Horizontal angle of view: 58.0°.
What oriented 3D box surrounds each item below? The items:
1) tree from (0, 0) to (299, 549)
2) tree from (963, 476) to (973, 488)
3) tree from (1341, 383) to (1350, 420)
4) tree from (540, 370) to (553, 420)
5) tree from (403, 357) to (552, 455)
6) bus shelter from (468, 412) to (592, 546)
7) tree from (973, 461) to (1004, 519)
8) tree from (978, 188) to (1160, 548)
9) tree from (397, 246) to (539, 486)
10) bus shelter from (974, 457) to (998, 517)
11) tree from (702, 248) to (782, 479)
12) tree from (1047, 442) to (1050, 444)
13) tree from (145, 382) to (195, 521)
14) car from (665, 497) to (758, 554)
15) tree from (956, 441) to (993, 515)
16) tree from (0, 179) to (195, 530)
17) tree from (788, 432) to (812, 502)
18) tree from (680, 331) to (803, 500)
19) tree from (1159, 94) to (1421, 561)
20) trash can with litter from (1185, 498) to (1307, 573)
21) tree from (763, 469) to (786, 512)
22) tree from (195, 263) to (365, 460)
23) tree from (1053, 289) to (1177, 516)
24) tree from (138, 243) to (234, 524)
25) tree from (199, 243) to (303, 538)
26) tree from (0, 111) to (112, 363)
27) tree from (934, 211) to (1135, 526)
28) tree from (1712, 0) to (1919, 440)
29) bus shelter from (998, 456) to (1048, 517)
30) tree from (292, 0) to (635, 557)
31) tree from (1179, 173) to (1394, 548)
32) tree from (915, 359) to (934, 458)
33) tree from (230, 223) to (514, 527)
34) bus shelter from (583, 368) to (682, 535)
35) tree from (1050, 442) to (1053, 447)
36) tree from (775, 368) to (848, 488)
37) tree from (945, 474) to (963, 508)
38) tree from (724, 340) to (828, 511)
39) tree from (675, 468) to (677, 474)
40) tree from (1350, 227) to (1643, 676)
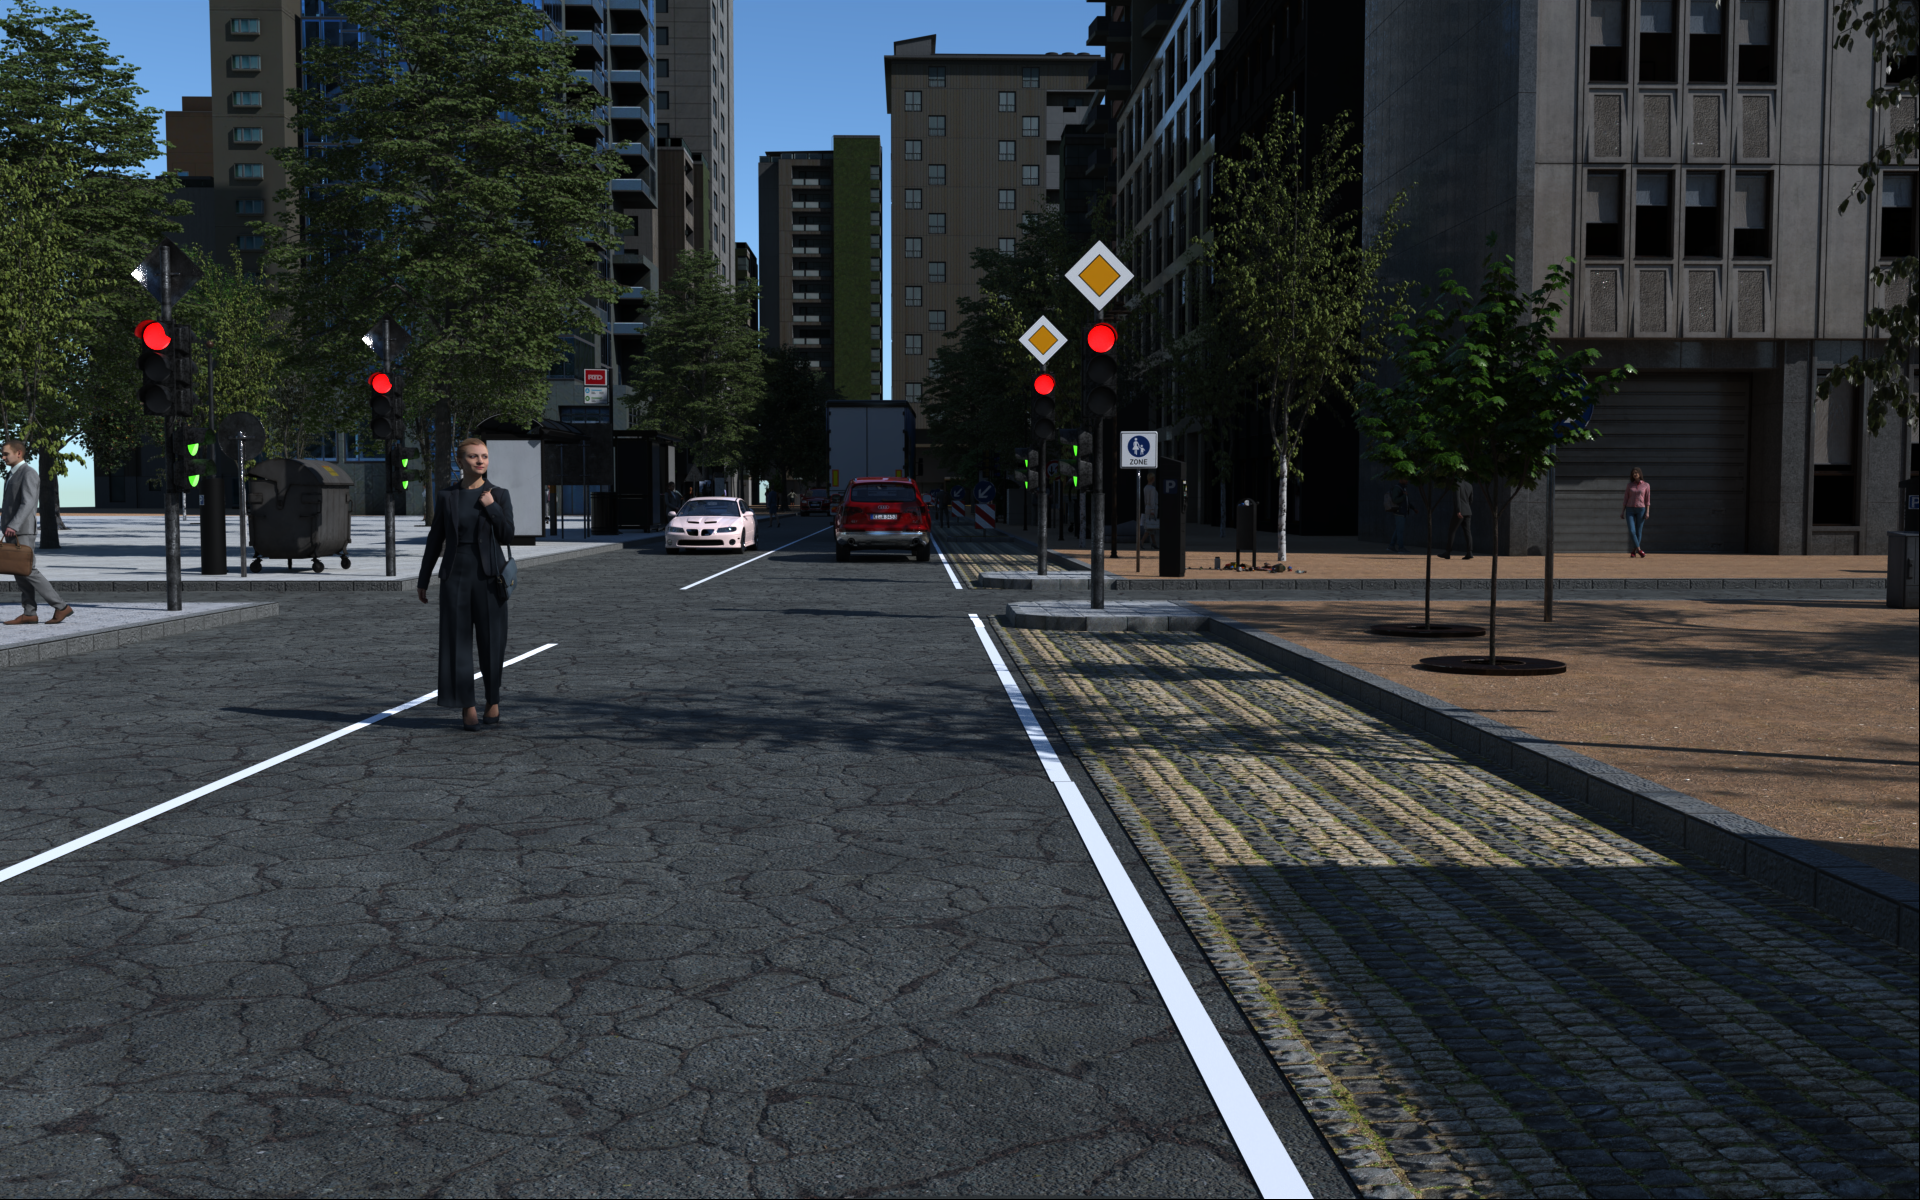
[{"bbox_3d":[-21.056,-7.466,40.192,7.486,12.596,7.792,0,3,0],"label":"tree"},{"bbox_3d":[1.319,-6.383,98.958,1.663,3.219,1.824,0,3,0],"label":"tree"},{"bbox_3d":[4.266,-1.308,15.994,1.663,3.219,1.824,0,3,0],"label":"tree"},{"bbox_3d":[-15.751,-6.571,57.798,4.360,8.622,3.978,0,3,0],"label":"tree"},{"bbox_3d":[-27.010,-9.821,94.987,8.767,10.594,7.601,-3,4,-36],"label":"tree"},{"bbox_3d":[-11.184,-3.154,45.499,2.014,3.302,5.546,0,4,-2],"label":"bus shelter"},{"bbox_3d":[2.053,-5.870,90.569,1.663,3.219,1.824,0,3,0],"label":"tree"},{"bbox_3d":[2.693,-5.554,41.166,4.737,8.622,4.395,0,3,0],"label":"tree"},{"bbox_3d":[-14.992,-6.209,51.884,4.360,8.622,3.978,0,3,0],"label":"tree"},{"bbox_3d":[1.866,-6.196,95.228,2.014,3.302,5.546,0,4,-2],"label":"bus shelter"},{"bbox_3d":[-12.085,-9.956,80.915,7.486,12.596,7.792,0,3,0],"label":"tree"},{"bbox_3d":[6.335,-9.164,100.187,4.360,8.622,3.978,0,3,0],"label":"tree"},{"bbox_3d":[-37.319,-8.111,82.971,4.360,8.622,3.978,0,3,0],"label":"tree"},{"bbox_3d":[-6.088,-1.864,42.837,2.083,1.381,4.827,0,3,0],"label":"car"},{"bbox_3d":[1.272,-7.485,106.101,4.285,4.588,4.351,0,3,0],"label":"tree"},{"bbox_3d":[-32.385,-8.849,61.697,9.611,12.733,9.660,0,3,0],"label":"tree"},{"bbox_3d":[-14.592,-12.640,157.033,4.737,8.622,4.395,0,3,0],"label":"tree"},{"bbox_3d":[-12.317,-9.864,95.689,8.767,10.594,7.601,3,5,40],"label":"tree"},{"bbox_3d":[6.410,-5.053,32.985,4.737,8.622,4.395,0,3,0],"label":"tree"},{"bbox_3d":[4.899,-1.090,28.885,1.678,1.210,2.233,-2,4,-23],"label":"trash can with litter"},{"bbox_3d":[-12.714,-7.741,121.163,1.663,3.219,1.824,0,3,0],"label":"tree"},{"bbox_3d":[-21.493,-6.473,56.193,4.360,8.622,3.978,0,3,0],"label":"tree"},{"bbox_3d":[5.704,-6.781,61.226,4.360,8.622,3.978,0,3,0],"label":"tree"},{"bbox_3d":[-32.259,-9.023,73.276,9.928,11.665,9.643,0,3,0],"label":"tree"},{"bbox_3d":[-21.026,-6.100,50.095,4.737,8.622,4.395,0,3,0],"label":"tree"},{"bbox_3d":[-17.199,-4.941,31.151,4.737,8.622,4.395,0,3,0],"label":"tree"},{"bbox_3d":[3.165,-9.246,69.303,7.486,12.596,7.792,0,3,0],"label":"tree"},{"bbox_3d":[5.103,-3.519,7.905,4.360,8.622,3.978,0,3,0],"label":"tree"},{"bbox_3d":[3.118,-5.543,84.548,2.014,3.302,5.546,0,4,-2],"label":"bus shelter"},{"bbox_3d":[-10.135,-7.157,35.148,7.486,12.596,7.792,0,3,0],"label":"tree"},{"bbox_3d":[7.865,-5.526,40.714,4.360,8.622,3.978,0,3,0],"label":"tree"},{"bbox_3d":[0.849,-12.004,114.384,7.486,12.596,7.792,0,3,0],"label":"tree"},{"bbox_3d":[-21.103,-8.703,68.049,9.928,11.665,9.643,0,3,0],"label":"tree"},{"bbox_3d":[-10.984,-4.916,58.009,2.179,5.291,8.768,0,4,-2],"label":"bus shelter"},{"bbox_3d":[7.134,-8.642,91.663,4.360,8.622,3.978,0,3,0],"label":"tree"},{"bbox_3d":[-14.150,-16.340,173.813,9.857,13.997,8.962,0,3,0],"label":"tree"},{"bbox_3d":[-0.750,-10.424,165.027,1.663,3.219,1.824,0,3,0],"label":"tree"},{"bbox_3d":[-13.283,-13.003,129.608,9.611,12.733,9.660,0,3,0],"label":"tree"},{"bbox_3d":[-11.362,-4.249,64.070,1.663,3.219,1.824,0,3,0],"label":"tree"},{"bbox_3d":[3.899,-1.110,12.752,1.663,3.219,1.824,0,3,0],"label":"tree"}]
